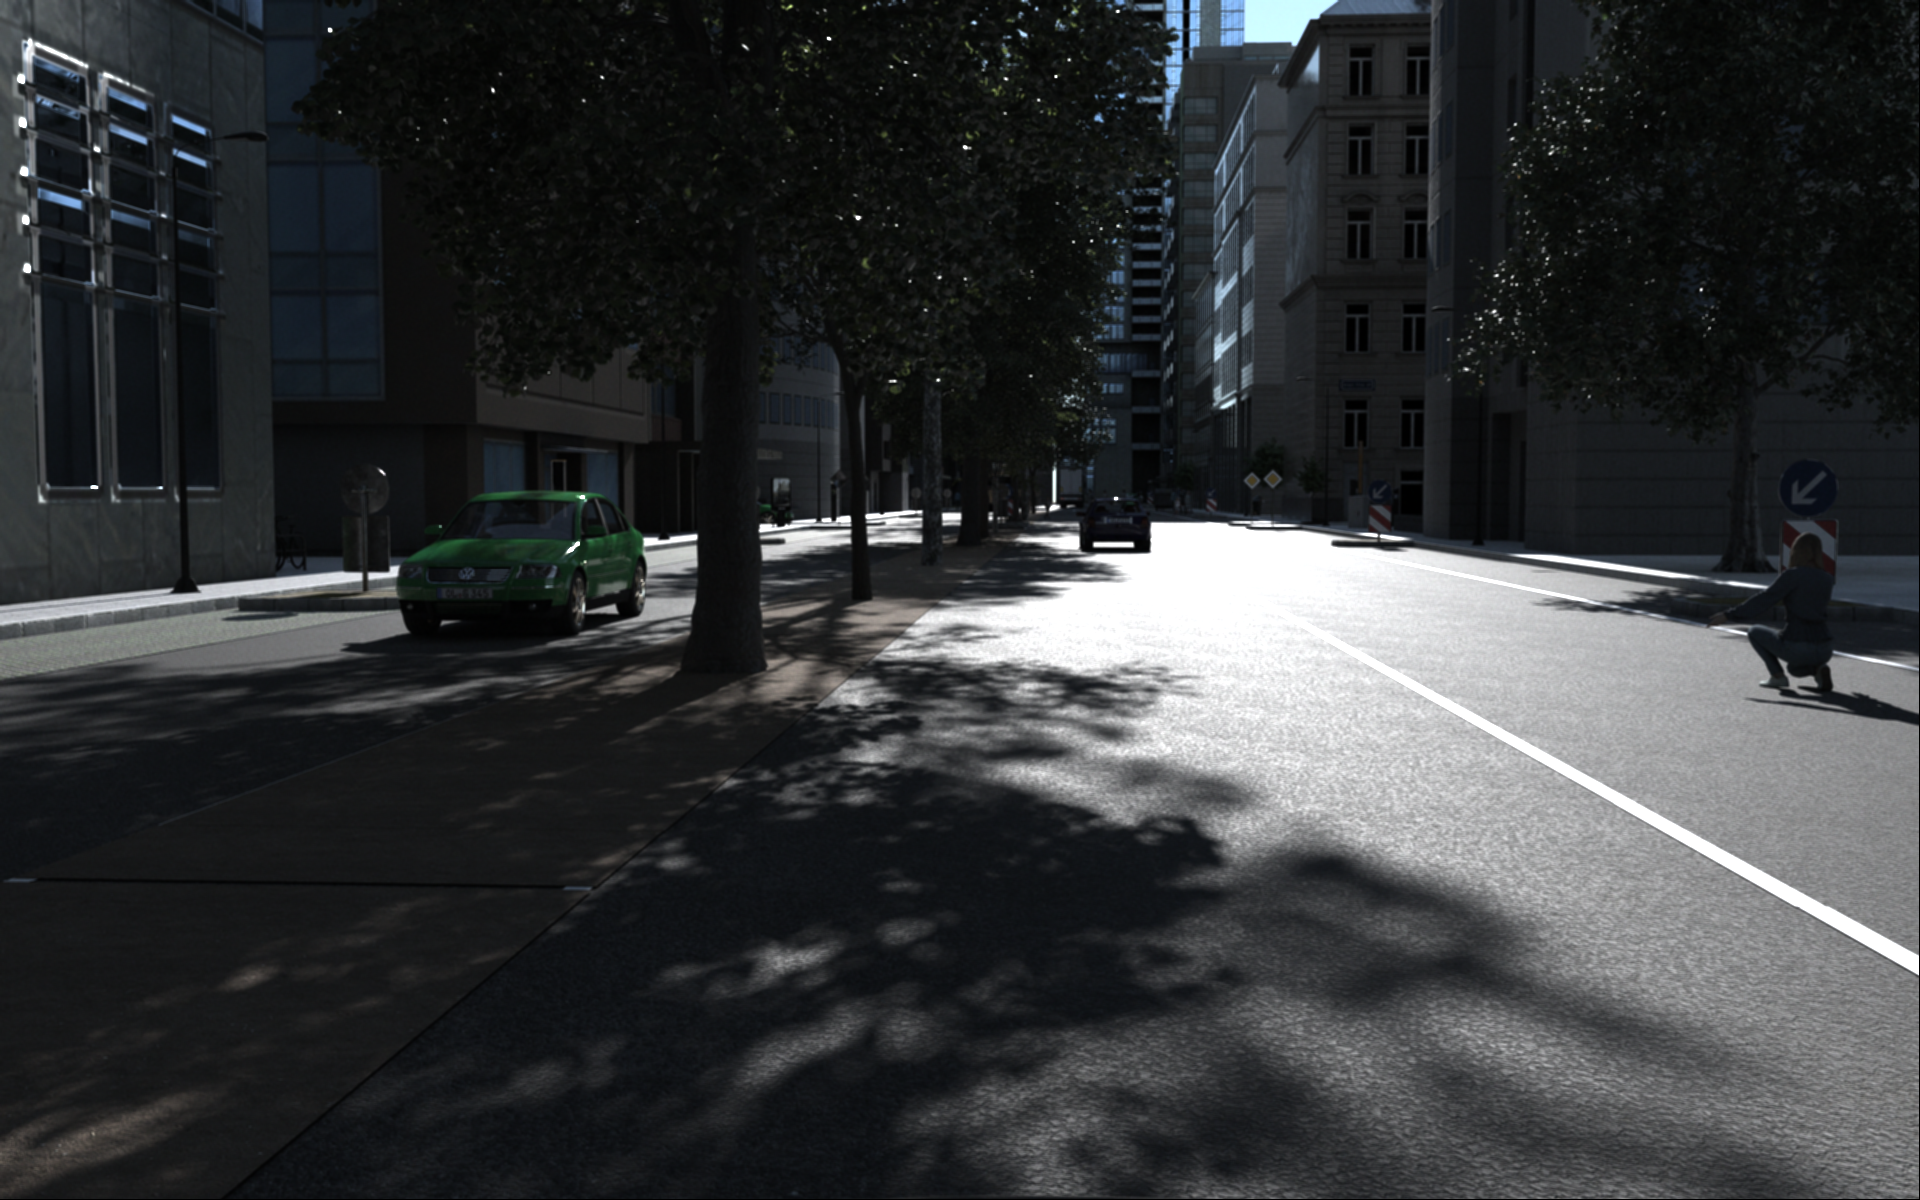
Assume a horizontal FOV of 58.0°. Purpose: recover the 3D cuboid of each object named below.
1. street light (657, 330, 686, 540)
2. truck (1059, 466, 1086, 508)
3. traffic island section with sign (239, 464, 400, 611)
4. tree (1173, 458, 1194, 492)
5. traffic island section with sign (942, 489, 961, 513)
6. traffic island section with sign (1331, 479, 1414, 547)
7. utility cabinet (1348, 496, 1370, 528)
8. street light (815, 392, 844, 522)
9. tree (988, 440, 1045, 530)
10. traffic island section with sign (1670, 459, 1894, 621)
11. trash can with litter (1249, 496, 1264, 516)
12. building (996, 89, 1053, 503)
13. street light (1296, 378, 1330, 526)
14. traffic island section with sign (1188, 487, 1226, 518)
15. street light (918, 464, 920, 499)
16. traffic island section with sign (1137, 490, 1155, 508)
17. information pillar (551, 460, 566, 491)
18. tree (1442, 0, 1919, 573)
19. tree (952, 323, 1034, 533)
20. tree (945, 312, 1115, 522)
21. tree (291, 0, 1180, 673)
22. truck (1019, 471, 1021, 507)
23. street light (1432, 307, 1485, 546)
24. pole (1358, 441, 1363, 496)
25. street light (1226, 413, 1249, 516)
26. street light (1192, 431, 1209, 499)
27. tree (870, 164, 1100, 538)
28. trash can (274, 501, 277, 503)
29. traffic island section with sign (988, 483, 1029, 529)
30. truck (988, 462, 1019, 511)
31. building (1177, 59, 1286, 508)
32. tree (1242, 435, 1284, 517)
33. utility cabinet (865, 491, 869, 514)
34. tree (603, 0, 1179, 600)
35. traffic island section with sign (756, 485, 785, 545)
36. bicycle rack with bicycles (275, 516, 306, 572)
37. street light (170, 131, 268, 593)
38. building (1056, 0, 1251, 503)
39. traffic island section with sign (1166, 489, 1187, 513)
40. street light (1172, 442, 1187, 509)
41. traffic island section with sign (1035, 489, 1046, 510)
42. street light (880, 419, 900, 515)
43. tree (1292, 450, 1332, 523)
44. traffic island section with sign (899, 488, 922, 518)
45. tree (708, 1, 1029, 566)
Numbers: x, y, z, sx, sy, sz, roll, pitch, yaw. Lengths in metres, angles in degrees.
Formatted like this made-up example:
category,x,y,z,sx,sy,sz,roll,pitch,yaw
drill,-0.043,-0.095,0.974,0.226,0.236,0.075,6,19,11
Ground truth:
category,x,y,z,sx,sy,sz,roll,pitch,yaw
street light,-7.763,-4.640,48.402,1.470,5.913,1.316,0,4,4
truck,11.760,-11.783,181.557,2.839,4.237,11.283,0,4,5
traffic island section with sign,-7.769,-0.820,22.039,1.989,1.847,2.006,0,4,4
tree,20.831,-10.598,156.991,4.285,4.588,4.351,0,3,0
traffic island section with sign,-0.910,-7.504,131.324,1.989,1.847,2.006,0,4,4
traffic island section with sign,11.281,-2.381,47.559,1.989,1.847,2.006,0,4,4
utility cabinet,14.969,-3.294,65.021,0.306,1.237,1.020,-1,4,-21
street light,-5.930,-6.528,79.271,1.470,5.913,1.316,0,4,4
tree,1.386,-7.026,67.696,4.737,8.622,4.395,0,3,0
traffic island section with sign,9.584,-0.725,20.478,1.989,1.847,2.006,0,4,4
trash can with litter,17.423,-5.531,101.823,0.624,1.170,1.055,2,4,30
building,-0.667,-43.169,247.819,28.212,58.520,21.231,0,4,4
street light,14.104,-5.909,69.147,1.470,5.913,1.316,0,4,4
traffic island section with sign,14.756,-5.764,102.862,1.989,1.847,2.006,0,4,4
street light,-2.582,-9.735,131.708,1.470,5.913,1.316,0,4,4
traffic island section with sign,19.594,-10.473,179.867,1.989,1.847,2.006,0,4,4
information pillar,-8.641,-2.008,37.325,0.304,2.012,0.304,-1,4,-9
tree,12.827,-6.803,28.242,9.611,12.733,9.660,0,3,0
tree,1.307,-6.742,63.052,4.360,8.622,3.978,0,3,0
tree,2.589,-9.947,82.102,9.611,12.733,9.660,0,3,0
tree,-1.914,-6.400,13.759,9.857,13.997,8.962,0,3,0
truck,5.833,-12.535,193.862,2.839,4.237,11.283,0,4,5
street light,12.398,-4.315,43.092,1.470,5.913,1.316,0,4,4
pole,15.348,-4.439,66.413,0.158,3.312,0.155,0,3,0
street light,15.975,-7.778,99.717,1.470,5.913,1.316,0,4,4
street light,17.682,-9.444,126.958,1.470,5.913,1.316,0,4,4
tree,0.666,-8.306,56.388,7.486,12.596,7.792,0,3,0
trash can,-13.924,-1.386,34.311,0.748,1.137,0.748,0,3,0
traffic island section with sign,2.128,-4.314,78.666,2.006,1.907,1.989,0,4,4
truck,3.478,-9.628,146.338,2.839,4.237,11.283,0,4,5
building,28.027,-29.559,166.889,14.154,41.232,14.086,0,4,4
tree,17.361,-6.859,95.866,4.285,4.588,4.351,0,3,0
utility cabinet,-6.278,-6.104,108.475,1.173,1.500,0.318,2,4,27
tree,-1.276,-5.292,23.395,8.767,10.594,7.601,0,4,4
traffic island section with sign,-6.057,-2.499,49.486,1.989,1.847,2.006,0,4,4
bicycle rack with bicycles,-11.967,-0.935,28.674,2.852,0.926,2.925,2,4,24
street light,-9.550,-3.046,22.351,1.470,5.913,1.316,0,4,4
building,29.404,-57.128,246.716,31.000,86.520,22.319,0,4,4
traffic island section with sign,16.450,-7.409,129.764,1.989,1.847,2.006,0,4,4
street light,19.413,-11.044,153.104,1.470,5.913,1.316,0,4,4
traffic island section with sign,6.830,-8.900,153.657,2.006,1.907,1.989,0,4,4
street light,-4.218,-8.136,105.567,1.470,5.913,1.316,0,4,4
tree,15.638,-5.019,76.665,1.663,3.219,1.824,0,3,0
traffic island section with sign,-2.606,-5.859,104.422,1.989,1.847,2.006,0,4,4
tree,-1.715,-10.800,34.931,12.611,20.169,13.585,0,3,0
